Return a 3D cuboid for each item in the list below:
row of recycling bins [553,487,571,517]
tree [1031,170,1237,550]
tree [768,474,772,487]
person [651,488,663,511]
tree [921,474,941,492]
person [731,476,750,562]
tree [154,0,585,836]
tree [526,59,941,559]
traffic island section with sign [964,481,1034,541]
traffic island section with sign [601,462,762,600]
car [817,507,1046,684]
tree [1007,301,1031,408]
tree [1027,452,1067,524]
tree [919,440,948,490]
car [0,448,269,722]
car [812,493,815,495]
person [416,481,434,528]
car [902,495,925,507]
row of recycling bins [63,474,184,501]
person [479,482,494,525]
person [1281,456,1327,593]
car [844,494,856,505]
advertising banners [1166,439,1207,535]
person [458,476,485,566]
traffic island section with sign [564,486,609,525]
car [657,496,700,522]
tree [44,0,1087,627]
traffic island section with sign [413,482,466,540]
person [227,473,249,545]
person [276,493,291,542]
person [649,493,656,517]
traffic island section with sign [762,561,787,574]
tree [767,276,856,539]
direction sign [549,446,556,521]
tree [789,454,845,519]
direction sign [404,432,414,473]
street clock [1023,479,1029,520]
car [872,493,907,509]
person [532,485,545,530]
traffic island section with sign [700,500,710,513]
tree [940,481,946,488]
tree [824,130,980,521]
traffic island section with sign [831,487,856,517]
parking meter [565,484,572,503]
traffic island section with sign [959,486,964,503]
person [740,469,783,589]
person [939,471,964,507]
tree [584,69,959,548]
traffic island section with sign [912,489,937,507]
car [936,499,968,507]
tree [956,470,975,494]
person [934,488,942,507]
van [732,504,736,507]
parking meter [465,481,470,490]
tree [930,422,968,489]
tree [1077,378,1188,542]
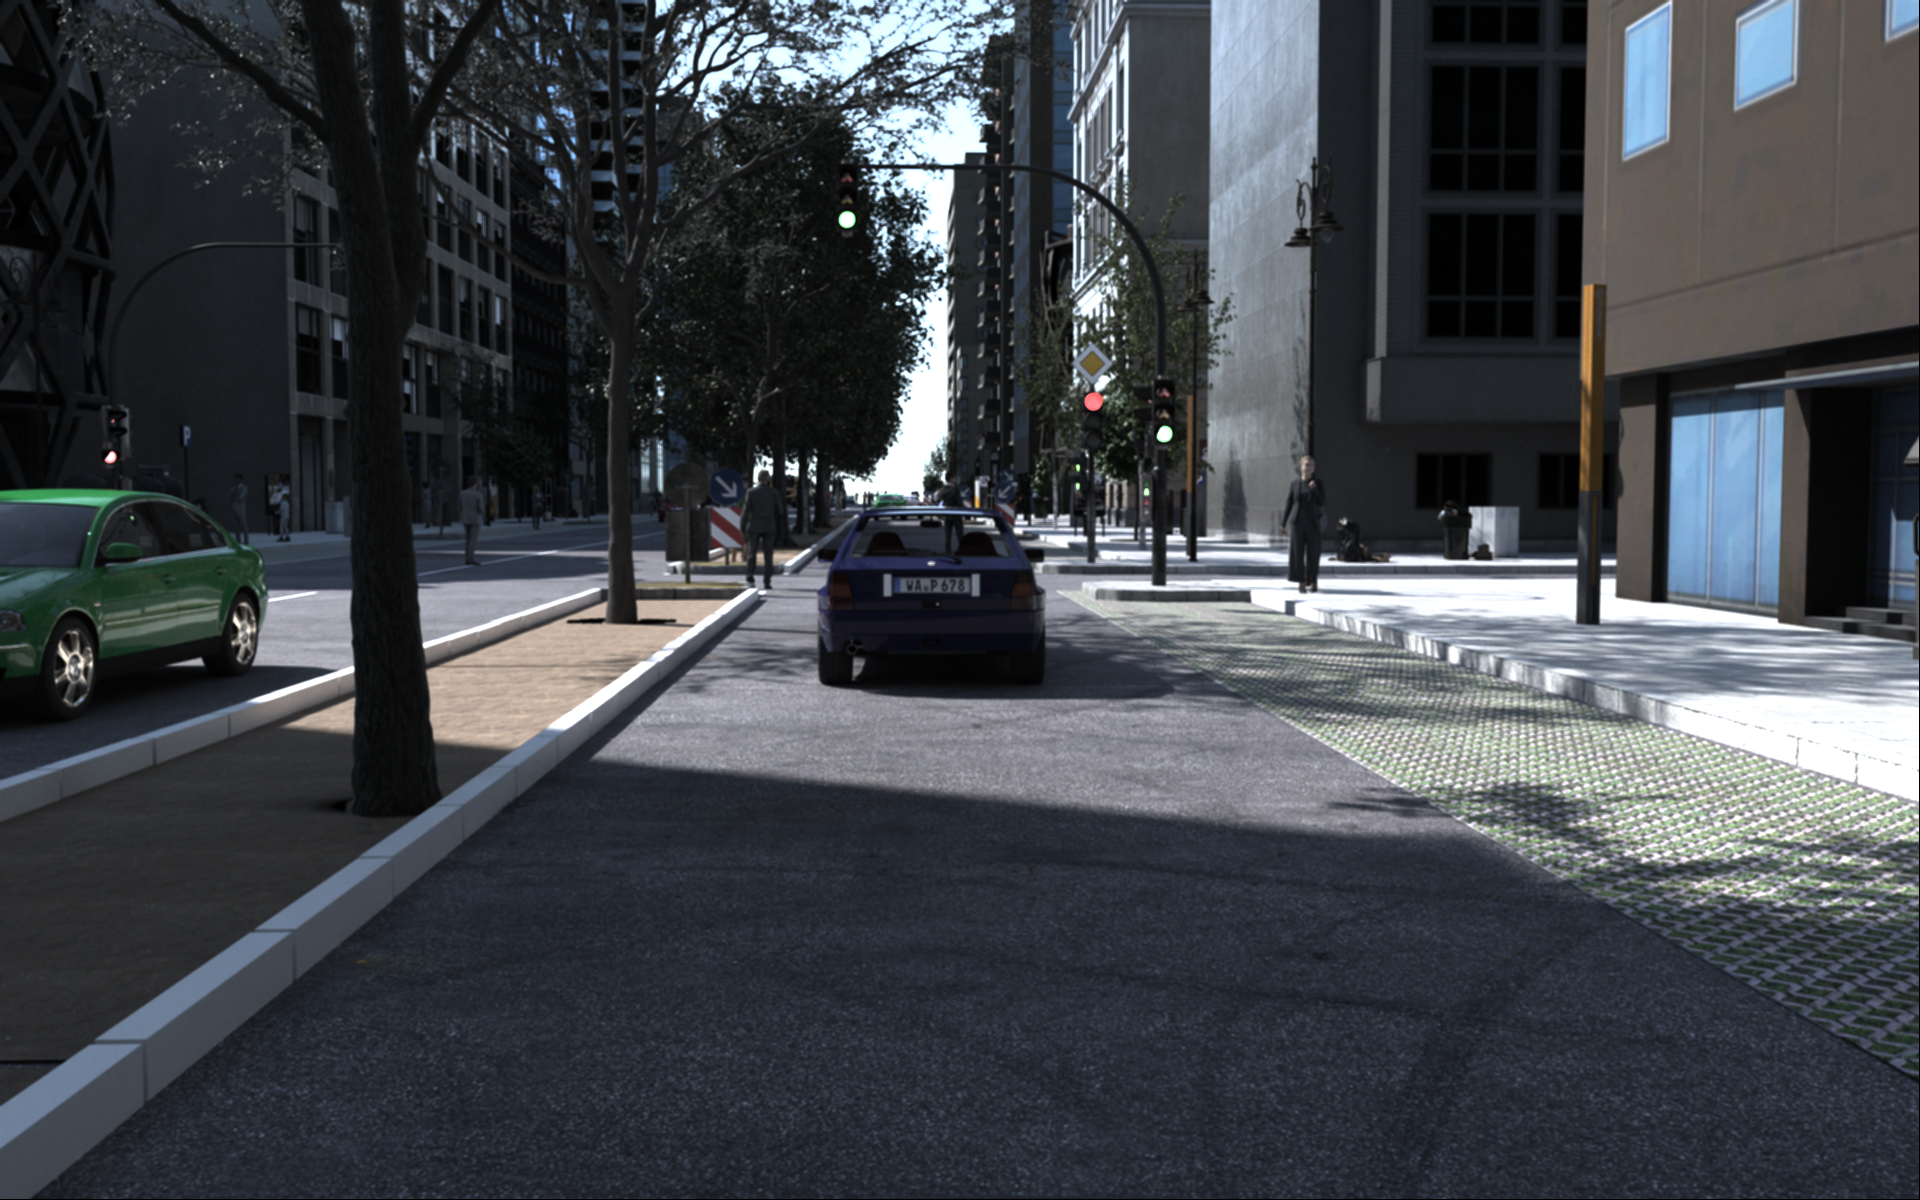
[{"bbox_3d":[-23.023,-5.653,99.534,1.069,1.692,3.534,0,4,-4],"label":"row of recycling bins"},{"bbox_3d":[4.198,-5.446,39.397,4.737,8.622,4.395,0,3,0],"label":"tree"},{"bbox_3d":[-27.308,-16.663,256.151,4.285,4.588,4.351,0,3,0],"label":"tree"},{"bbox_3d":[-22.811,-7.565,130.282,0.990,1.755,0.434,-1,4,-9],"label":"person"},{"bbox_3d":[-4.167,-16.371,251.385,4.285,4.588,4.351,0,3,0],"label":"tree"},{"bbox_3d":[-4.338,-1.573,34.469,0.529,1.795,0.600,-1,4,-21],"label":"person"},{"bbox_3d":[-2.661,-4.855,7.590,9.928,11.665,9.643,0,3,0],"label":"tree"},{"bbox_3d":[-4.693,-6.155,37.511,8.767,10.594,7.601,0,4,-2],"label":"tree"},{"bbox_3d":[1.228,-2.771,53.941,1.989,1.847,2.006,0,4,-2],"label":"traffic island section with sign"},{"bbox_3d":[-3.896,-0.986,24.262,2.006,1.907,1.989,0,4,-2],"label":"traffic island section with sign"},{"bbox_3d":[-0.239,-0.112,14.410,1.945,1.354,3.894,0,4,-1],"label":"car"},{"bbox_3d":[3.655,-6.848,62.331,4.737,8.622,4.395,0,3,0],"label":"tree"},{"bbox_3d":[3.504,-4.825,73.489,1.663,3.219,1.824,0,3,0],"label":"tree"},{"bbox_3d":[-3.526,-17.313,233.429,4.360,8.622,3.978,0,3,0],"label":"tree"},{"bbox_3d":[-6.508,-0.214,12.299,1.959,1.807,4.718,0,4,-1],"label":"car"},{"bbox_3d":[-21.370,-14.529,246.226,2.281,1.827,5.304,0,4,-1],"label":"car"},{"bbox_3d":[-20.201,-3.615,65.513,0.532,1.782,0.716,1,4,23],"label":"person"},{"bbox_3d":[-3.068,-5.386,100.422,2.083,1.381,4.827,0,4,-3],"label":"car"},{"bbox_3d":[-17.904,-1.847,37.305,1.069,1.692,3.534,1,4,8],"label":"row of recycling bins"},{"bbox_3d":[-19.529,-3.968,71.195,0.678,1.792,0.850,-2,4,-23],"label":"person"},{"bbox_3d":[4.485,-0.984,22.546,0.576,1.772,0.534,0,4,2],"label":"person"},{"bbox_3d":[-14.779,-13.300,229.457,2.014,1.417,4.499,0,4,-1],"label":"car"},{"bbox_3d":[7.180,-3.597,54.991,2.074,3.025,0.090,-2,4,-28],"label":"advertising banners"},{"bbox_3d":[-9.768,-1.600,34.867,0.606,1.804,0.583,1,4,15],"label":"person"},{"bbox_3d":[-17.467,-4.448,81.355,1.989,1.847,2.006,0,4,-2],"label":"traffic island section with sign"},{"bbox_3d":[-14.570,-4.950,89.978,2.155,1.783,4.494,0,4,-2],"label":"car"},{"bbox_3d":[-3.779,-6.487,18.884,12.009,13.543,11.850,0,3,0],"label":"tree"},{"bbox_3d":[-16.332,-2.789,54.228,1.989,1.847,2.006,0,4,-2],"label":"traffic island section with sign"},{"bbox_3d":[-18.203,-2.286,43.608,0.511,1.800,0.466,1,4,11],"label":"person"},{"bbox_3d":[-18.276,-2.230,46.775,0.394,1.301,0.425,0,4,-6],"label":"person"},{"bbox_3d":[-19.055,-5.849,106.720,0.523,1.515,0.503,-3,5,-39],"label":"person"},{"bbox_3d":[-4.198,-1.439,31.663,2.006,1.907,1.989,0,4,-2],"label":"traffic island section with sign"},{"bbox_3d":[-4.891,-6.225,54.598,4.360,8.622,3.978,0,3,0],"label":"tree"},{"bbox_3d":[-19.212,-5.474,81.502,0.379,3.537,0.876,-1,4,-22],"label":"direction sign"},{"bbox_3d":[-6.340,-7.796,80.285,4.737,8.622,4.395,0,3,0],"label":"tree"},{"bbox_3d":[-20.446,-4.366,63.375,0.876,3.537,0.379,-1,4,-17],"label":"direction sign"},{"bbox_3d":[3.208,-4.876,84.288,0.358,2.002,0.471,1,4,16],"label":"street clock"},{"bbox_3d":[-3.829,-5.247,94.588,1.959,1.807,4.718,0,4,-4],"label":"car"},{"bbox_3d":[-16.821,-3.696,69.111,0.537,1.800,0.526,-2,4,-30],"label":"person"},{"bbox_3d":[-19.576,-7.503,131.310,1.989,1.847,2.006,0,4,-2],"label":"traffic island section with sign"},{"bbox_3d":[-0.727,-11.320,179.677,1.663,3.219,1.824,0,3,0],"label":"tree"},{"bbox_3d":[-5.688,-14.090,88.725,12.611,20.169,13.585,0,3,0],"label":"tree"},{"bbox_3d":[-7.373,-6.031,106.735,2.006,1.907,1.989,0,4,-2],"label":"traffic island section with sign"},{"bbox_3d":[-23.718,-6.060,104.798,0.399,1.863,0.255,-3,5,-44],"label":"parking meter"},{"bbox_3d":[0.088,-4.422,80.922,1.989,1.847,2.006,0,4,-2],"label":"traffic island section with sign"},{"bbox_3d":[-3.020,-1.075,26.255,0.661,1.801,0.590,-1,4,-16],"label":"person"},{"bbox_3d":[-0.115,-1.730,36.143,0.648,1.900,0.474,2,4,30],"label":"person"},{"bbox_3d":[-4.841,-7.748,46.137,9.611,12.733,9.660,0,3,0],"label":"tree"},{"bbox_3d":[-3.208,-9.201,159.068,1.989,1.847,2.006,0,4,-2],"label":"traffic island section with sign"},{"bbox_3d":[-0.314,-5.229,95.084,1.945,1.707,3.694,0,4,-4],"label":"car"},{"bbox_3d":[0.919,-8.884,139.854,1.663,3.219,1.824,0,3,0],"label":"tree"},{"bbox_3d":[-1.245,-5.993,106.585,0.679,1.850,0.850,-1,4,-14],"label":"person"},{"bbox_3d":[-17.385,-8.073,139.010,2.013,2.044,4.112,0,4,-3],"label":"van"},{"bbox_3d":[-18.929,-3.747,66.978,0.399,1.863,0.255,-2,4,-30],"label":"parking meter"},{"bbox_3d":[-1.271,-13.720,174.689,4.737,8.622,4.395,0,3,0],"label":"tree"},{"bbox_3d":[4.749,-3.878,47.113,4.285,4.588,4.351,0,3,0],"label":"tree"}]
